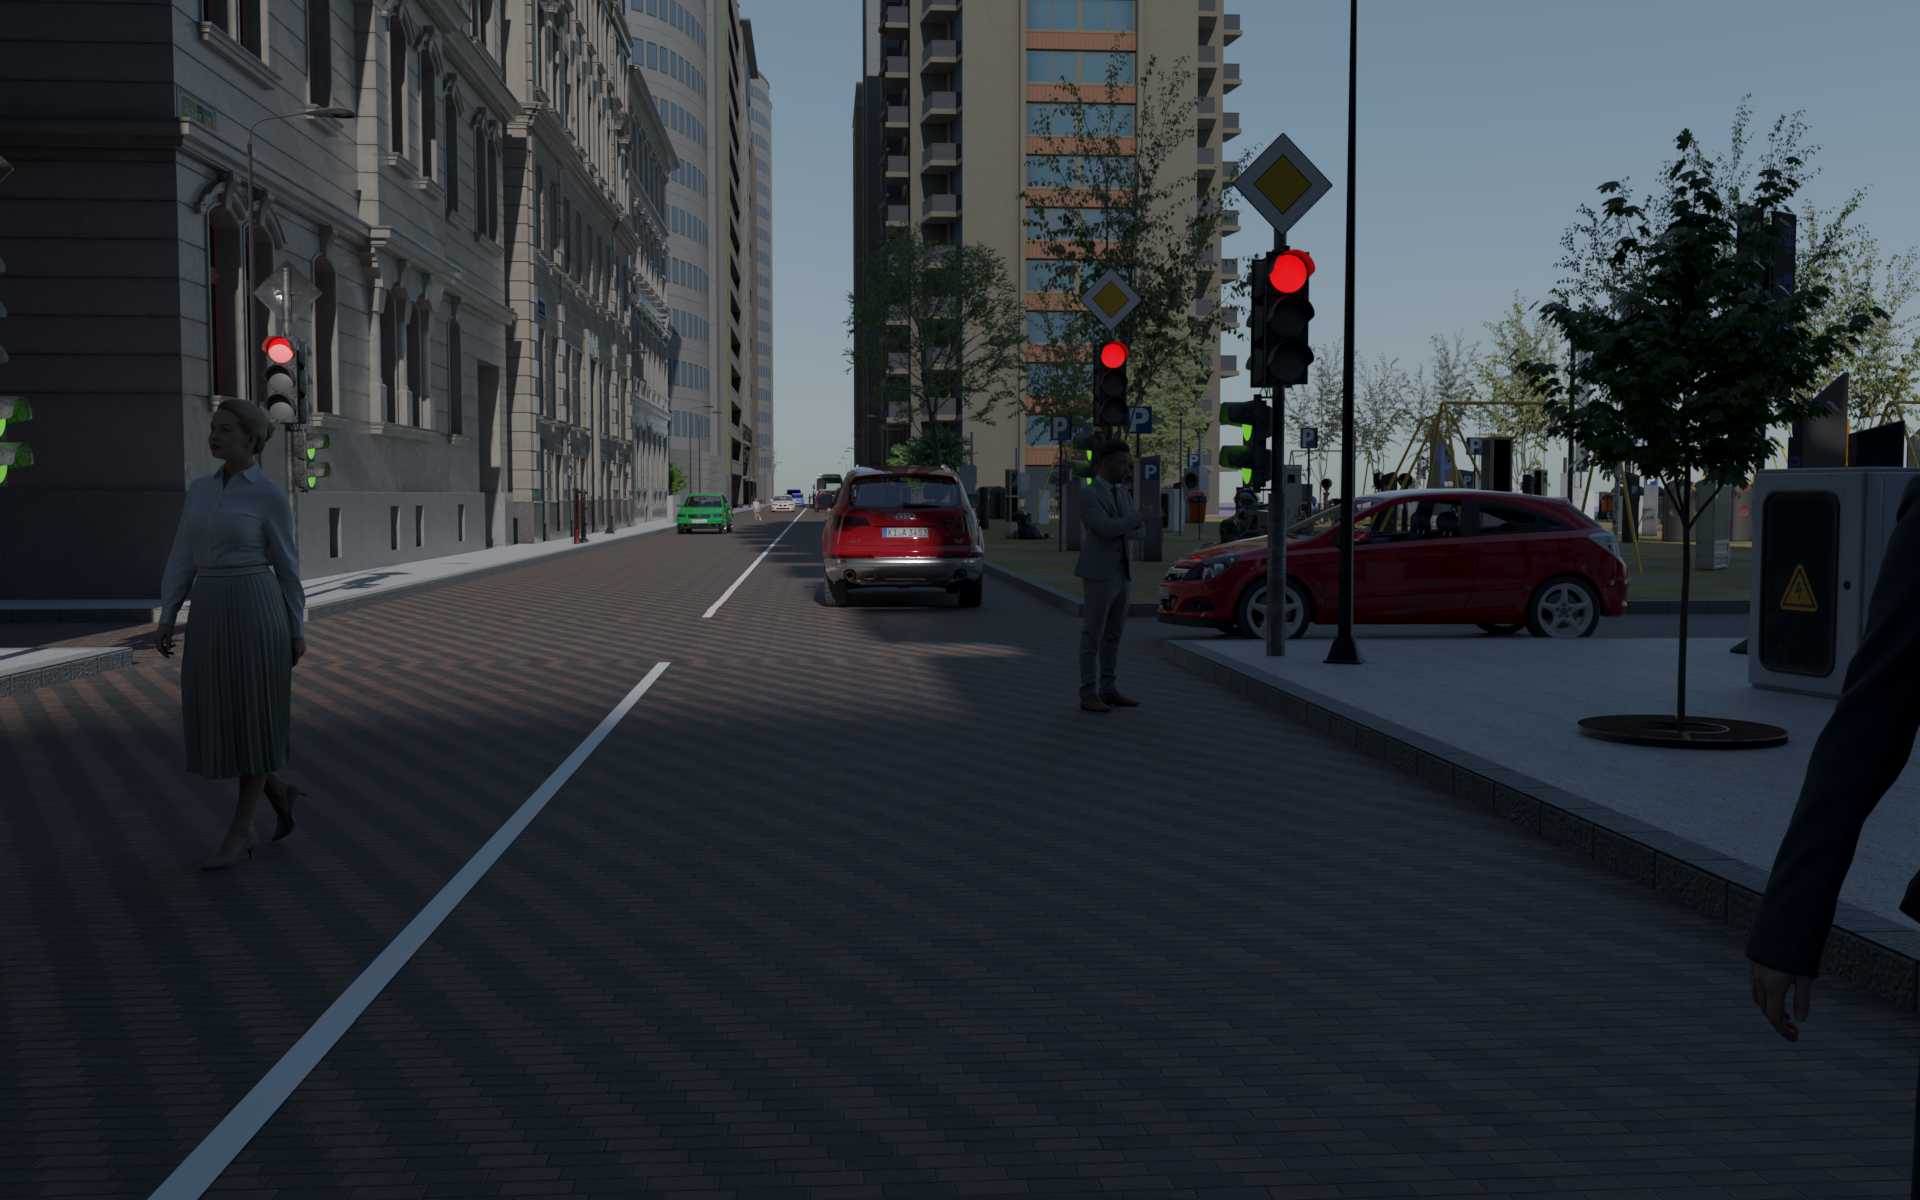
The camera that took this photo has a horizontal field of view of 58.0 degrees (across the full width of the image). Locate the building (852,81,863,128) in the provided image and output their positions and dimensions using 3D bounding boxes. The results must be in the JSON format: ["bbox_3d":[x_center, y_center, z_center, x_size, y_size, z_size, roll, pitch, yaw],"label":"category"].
[{"bbox_3d":[1.132,-38.475,218.307,28.713,52.752,27.495,0,4,-5],"label":"building"}]

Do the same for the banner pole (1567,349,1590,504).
[{"bbox_3d":[8.523,-2.072,23.894,0.401,3.779,0.863,3,5,42],"label":"banner pole"}]

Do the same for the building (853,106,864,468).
[{"bbox_3d":[-5.060,-33.434,196.763,14.600,45.320,14.200,0,4,-5],"label":"building"}]

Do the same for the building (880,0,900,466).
[{"bbox_3d":[0.710,-27.678,136.132,14.154,41.232,14.086,0,4,-5],"label":"building"}]

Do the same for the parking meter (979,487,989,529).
[{"bbox_3d":[0.873,-3.343,63.072,0.372,1.533,0.369,0,3,0],"label":"parking meter"}]

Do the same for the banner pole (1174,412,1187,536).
[{"bbox_3d":[6.739,-3.841,52.813,0.401,3.779,0.863,0,4,4],"label":"banner pole"}]

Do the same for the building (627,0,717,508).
[{"bbox_3d":[-26.481,-34.610,107.880,21.231,58.520,28.212,0,4,-5],"label":"building"}]

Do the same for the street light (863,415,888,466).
[{"bbox_3d":[-4.801,-7.904,101.768,1.470,5.913,1.316,0,4,-5],"label":"street light"}]

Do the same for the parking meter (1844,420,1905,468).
[{"bbox_3d":[7.274,-0.497,13.832,0.399,1.863,0.255,1,4,13],"label":"parking meter"}]

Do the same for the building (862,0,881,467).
[{"bbox_3d":[1.652,-37.676,157.995,21.231,58.520,28.212,0,4,-5],"label":"building"}]

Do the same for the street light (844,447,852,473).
[{"bbox_3d":[-10.603,-12.249,172.805,1.470,5.913,1.316,0,4,-5],"label":"street light"}]

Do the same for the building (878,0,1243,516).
[{"bbox_3d":[5.909,-28.106,114.154,22.147,44.769,28.867,0,4,-5],"label":"building"}]

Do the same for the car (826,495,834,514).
[{"bbox_3d":[-7.970,-6.302,115.399,2.083,1.381,4.827,0,4,-5],"label":"car"}]

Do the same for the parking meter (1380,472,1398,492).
[{"bbox_3d":[11.278,-2.437,45.557,0.255,1.863,0.399,-3,4,-37],"label":"parking meter"}]

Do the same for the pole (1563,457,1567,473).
[{"bbox_3d":[33.440,-6.235,95.778,0.158,3.312,0.155,0,3,0],"label":"pole"}]

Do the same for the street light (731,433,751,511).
[{"bbox_3d":[-16.909,-9.766,132.217,1.470,5.913,1.316,0,4,-5],"label":"street light"}]

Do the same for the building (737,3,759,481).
[{"bbox_3d":[-36.854,-36.806,191.023,28.713,52.752,27.495,0,4,-5],"label":"building"}]

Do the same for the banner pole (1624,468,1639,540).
[{"bbox_3d":[18.869,-3.594,48.779,0.401,3.779,0.863,0,4,-1],"label":"banner pole"}]

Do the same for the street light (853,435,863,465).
[{"bbox_3d":[-7.606,-10.071,137.209,1.470,5.913,1.316,0,4,-5],"label":"street light"}]

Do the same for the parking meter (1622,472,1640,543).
[{"bbox_3d":[17.670,-2.440,45.605,0.399,1.863,0.255,-1,4,-21],"label":"parking meter"}]

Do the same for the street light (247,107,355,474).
[{"bbox_3d":[-7.959,-2.958,20.910,1.470,5.913,1.316,0,4,-5],"label":"street light"}]

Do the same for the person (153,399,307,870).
[{"bbox_3d":[-2.820,0.115,6.846,0.478,1.798,0.641,1,4,20],"label":"person"}]

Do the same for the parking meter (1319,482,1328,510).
[{"bbox_3d":[18.245,-4.964,86.864,0.399,1.863,0.255,0,4,-4],"label":"parking meter"}]

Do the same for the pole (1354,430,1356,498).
[{"bbox_3d":[12.576,-3.772,55.523,0.158,3.312,0.155,0,3,0],"label":"pole"}]

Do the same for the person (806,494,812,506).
[{"bbox_3d":[-17.824,-11.824,205.088,1.065,1.426,0.557,3,5,44],"label":"person"}]

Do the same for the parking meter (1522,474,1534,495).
[{"bbox_3d":[16.790,-2.784,51.234,0.255,1.863,0.399,2,4,32],"label":"parking meter"}]

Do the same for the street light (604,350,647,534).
[{"bbox_3d":[-10.784,-5.095,55.840,1.470,5.913,1.316,0,4,-5],"label":"street light"}]

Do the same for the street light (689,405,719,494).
[{"bbox_3d":[-13.587,-7.231,90.772,1.470,5.913,1.316,0,4,-5],"label":"street light"}]

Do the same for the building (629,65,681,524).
[{"bbox_3d":[-19.237,-14.820,78.459,11.583,22.565,21.152,0,4,-5],"label":"building"}]

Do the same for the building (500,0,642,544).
[{"bbox_3d":[-17.539,-15.781,55.291,12.463,27.353,25.104,0,4,-5],"label":"building"}]

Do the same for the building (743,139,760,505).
[{"bbox_3d":[-32.063,-34.419,212.867,14.600,45.320,14.200,0,4,-5],"label":"building"}]

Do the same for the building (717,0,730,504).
[{"bbox_3d":[-24.960,-27.340,130.600,14.154,41.232,14.086,0,4,-5],"label":"building"}]

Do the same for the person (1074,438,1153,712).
[{"bbox_3d":[1.035,-0.173,11.513,0.466,1.800,0.511,2,4,27],"label":"person"}]

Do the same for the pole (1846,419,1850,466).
[{"bbox_3d":[23.934,-3.242,46.846,0.158,3.312,0.155,0,3,0],"label":"pole"}]

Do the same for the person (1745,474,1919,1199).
[{"bbox_3d":[1.291,0.420,2.060,0.576,1.772,0.534,-1,4,-16],"label":"person"}]

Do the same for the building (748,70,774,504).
[{"bbox_3d":[-36.164,-42.288,233.411,21.231,58.520,28.212,0,4,-5],"label":"building"}]

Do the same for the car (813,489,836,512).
[{"bbox_3d":[-10.479,-7.859,137.163,2.281,1.827,5.304,0,4,-6],"label":"car"}]

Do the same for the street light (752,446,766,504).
[{"bbox_3d":[-19.849,-11.941,167.770,1.470,5.913,1.316,0,4,-5],"label":"street light"}]

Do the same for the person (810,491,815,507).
[{"bbox_3d":[-16.327,-11.278,192.981,0.705,1.814,1.350,1,4,20],"label":"person"}]

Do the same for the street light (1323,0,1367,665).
[{"bbox_3d":[2.391,-2.473,12.973,1.470,5.913,1.316,0,4,-5],"label":"street light"}]

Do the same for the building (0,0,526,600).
[{"bbox_3d":[-16.457,-14.891,30.865,14.401,28.519,23.554,0,4,-5],"label":"building"}]

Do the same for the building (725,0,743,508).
[{"bbox_3d":[-29.938,-32.085,148.285,21.300,48.544,21.600,0,4,-5],"label":"building"}]

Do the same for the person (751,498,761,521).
[{"bbox_3d":[-10.999,-4.884,93.368,0.505,1.210,0.382,-1,4,-22],"label":"person"}]

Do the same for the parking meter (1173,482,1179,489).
[{"bbox_3d":[10.220,-4.640,81.569,0.399,1.863,0.255,2,4,25],"label":"parking meter"}]
